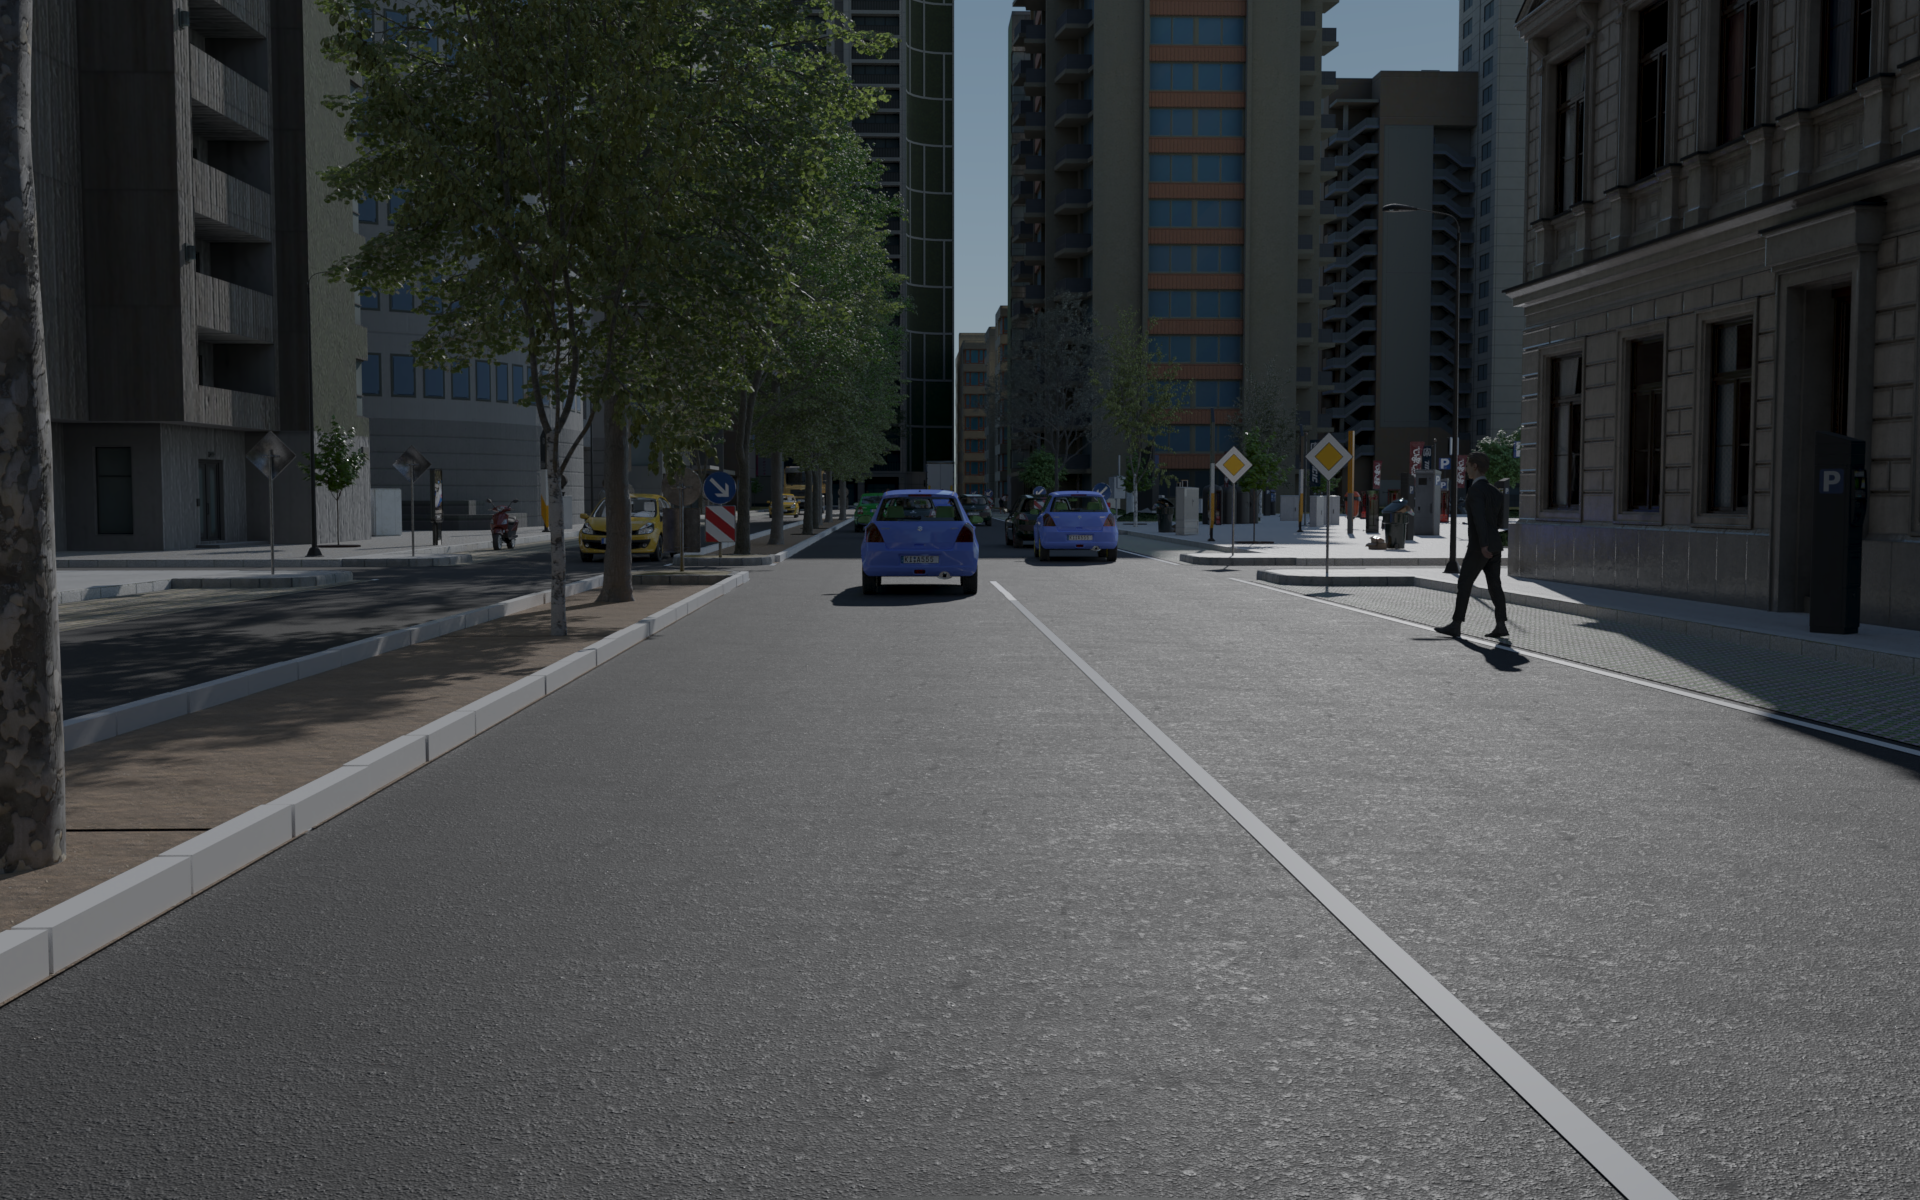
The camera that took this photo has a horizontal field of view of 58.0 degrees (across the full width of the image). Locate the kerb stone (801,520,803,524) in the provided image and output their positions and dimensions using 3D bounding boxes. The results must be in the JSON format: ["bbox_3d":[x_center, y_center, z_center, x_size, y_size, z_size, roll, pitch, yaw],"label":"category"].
[{"bbox_3d":[-7.459,-3.526,79.838,0.120,0.150,1.000,0,4,-2],"label":"kerb stone"}]

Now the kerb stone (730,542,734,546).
[{"bbox_3d":[-6.308,-1.517,47.080,0.120,0.150,1.000,0,4,-2],"label":"kerb stone"}]

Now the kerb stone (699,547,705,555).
[{"bbox_3d":[-6.065,-1.084,39.920,0.120,0.150,1.000,0,4,-2],"label":"kerb stone"}]

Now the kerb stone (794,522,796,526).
[{"bbox_3d":[-7.286,-3.212,74.709,0.120,0.150,1.000,0,4,-2],"label":"kerb stone"}]

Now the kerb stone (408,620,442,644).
[{"bbox_3d":[-5.258,0.328,16.849,0.120,0.150,1.000,0,4,-2],"label":"kerb stone"}]

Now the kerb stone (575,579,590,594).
[{"bbox_3d":[-5.547,-0.175,25.056,0.120,0.150,1.000,0,4,-2],"label":"kerb stone"}]

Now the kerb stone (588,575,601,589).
[{"bbox_3d":[-5.585,-0.237,26.077,0.120,0.150,1.000,0,4,-2],"label":"kerb stone"}]

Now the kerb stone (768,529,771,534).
[{"bbox_3d":[-6.781,-2.336,60.388,0.120,0.150,1.000,0,4,-2],"label":"kerb stone"}]

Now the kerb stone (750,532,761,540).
[{"bbox_3d":[-6.637,-2.077,56.276,0.120,0.150,1.000,0,4,-2],"label":"kerb stone"}]

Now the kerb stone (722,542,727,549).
[{"bbox_3d":[-6.241,-1.393,45.031,0.120,0.150,1.000,0,4,-2],"label":"kerb stone"}]

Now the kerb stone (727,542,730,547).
[{"bbox_3d":[-6.286,-1.455,46.052,0.120,0.150,1.000,0,4,-2],"label":"kerb stone"}]

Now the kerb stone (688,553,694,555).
[{"bbox_3d":[-5.996,-0.948,37.867,0.120,0.150,1.000,0,4,-2],"label":"kerb stone"}]

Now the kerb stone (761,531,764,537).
[{"bbox_3d":[-6.680,-2.147,57.302,0.120,0.150,1.000,0,4,-2],"label":"kerb stone"}]

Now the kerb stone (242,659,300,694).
[{"bbox_3d":[-5.114,0.578,12.754,0.120,0.150,1.000,0,4,-2],"label":"kerb stone"}]

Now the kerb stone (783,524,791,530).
[{"bbox_3d":[-7.175,-3.024,71.644,0.120,0.150,1.000,0,4,-2],"label":"kerb stone"}]

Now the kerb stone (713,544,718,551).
[{"bbox_3d":[-6.173,-1.272,42.987,0.120,0.150,1.000,0,4,-2],"label":"kerb stone"}]

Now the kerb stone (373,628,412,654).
[{"bbox_3d":[-5.229,0.390,15.827,0.120,0.150,1.000,0,4,-2],"label":"kerb stone"}]

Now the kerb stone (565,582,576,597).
[{"bbox_3d":[-5.510,-0.110,24.022,0.120,0.150,1.000,0,4,-2],"label":"kerb stone"}]

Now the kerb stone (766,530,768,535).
[{"bbox_3d":[-6.749,-2.273,59.358,0.120,0.150,1.000,0,4,-2],"label":"kerb stone"}]

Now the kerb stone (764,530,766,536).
[{"bbox_3d":[-6.713,-2.205,58.330,0.120,0.150,1.000,0,4,-2],"label":"kerb stone"}]

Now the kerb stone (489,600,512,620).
[{"bbox_3d":[-5.360,0.139,19.918,0.120,0.150,1.000,0,4,-2],"label":"kerb stone"}]

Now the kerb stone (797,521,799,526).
[{"bbox_3d":[-7.354,-3.338,76.770,0.120,0.150,1.000,0,4,-2],"label":"kerb stone"}]

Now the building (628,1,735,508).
[{"bbox_3d":[-30.841,-32.643,122.947,28.713,52.752,27.495,0,4,-2],"label":"building"}]

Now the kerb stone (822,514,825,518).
[{"bbox_3d":[-8.500,-5.345,109.582,0.120,0.150,1.000,0,4,-2],"label":"kerb stone"}]

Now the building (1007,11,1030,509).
[{"bbox_3d":[11.052,-28.593,151.094,14.154,41.232,14.086,0,4,-2],"label":"building"}]

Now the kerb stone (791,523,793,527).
[{"bbox_3d":[-7.212,-3.087,72.665,0.120,0.150,1.000,0,4,-2],"label":"kerb stone"}]

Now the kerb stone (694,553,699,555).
[{"bbox_3d":[-6.029,-1.017,38.898,0.120,0.150,1.000,0,4,-2],"label":"kerb stone"}]

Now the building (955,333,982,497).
[{"bbox_3d":[14.307,-22.256,208.921,28.899,21.520,27.650,0,4,-2],"label":"building"}]

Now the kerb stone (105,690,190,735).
[{"bbox_3d":[-5.046,0.702,10.711,0.120,0.150,1.000,0,4,-2],"label":"kerb stone"}]

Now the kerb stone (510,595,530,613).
[{"bbox_3d":[-5.403,0.076,20.953,0.120,0.150,1.000,0,4,-2],"label":"kerb stone"}]

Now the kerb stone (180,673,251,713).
[{"bbox_3d":[-5.072,0.640,11.733,0.120,0.150,1.000,0,4,-2],"label":"kerb stone"}]

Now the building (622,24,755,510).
[{"bbox_3d":[-24.731,-30.241,144.545,14.600,45.320,14.200,0,4,-2],"label":"building"}]

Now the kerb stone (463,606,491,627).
[{"bbox_3d":[-5.327,0.202,18.892,0.120,0.150,1.000,0,4,-2],"label":"kerb stone"}]

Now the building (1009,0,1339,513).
[{"bbox_3d":[15.287,-29.019,129.089,22.147,44.769,28.867,0,4,-2],"label":"building"}]

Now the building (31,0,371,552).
[{"bbox_3d":[-23.433,-16.471,40.995,14.160,30.474,14.107,0,4,-2],"label":"building"}]

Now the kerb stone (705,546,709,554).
[{"bbox_3d":[-6.102,-1.147,40.942,0.120,0.150,1.000,0,4,-2],"label":"kerb stone"}]

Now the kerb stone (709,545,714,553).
[{"bbox_3d":[-6.133,-1.206,41.966,0.120,0.150,1.000,0,4,-2],"label":"kerb stone"}]

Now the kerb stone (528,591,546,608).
[{"bbox_3d":[-5.443,0.014,21.974,0.120,0.150,1.000,0,4,-2],"label":"kerb stone"}]

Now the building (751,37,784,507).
[{"bbox_3d":[-29.170,-33.714,174.919,21.600,48.544,21.300,0,4,-2],"label":"building"}]

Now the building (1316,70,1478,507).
[{"bbox_3d":[44.255,-32.452,180.707,14.200,45.320,14.600,0,4,-2],"label":"building"}]

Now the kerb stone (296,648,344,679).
[{"bbox_3d":[-5.148,0.520,13.783,0.120,0.150,1.000,0,4,-2],"label":"kerb stone"}]

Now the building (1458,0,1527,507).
[{"bbox_3d":[61.734,-45.250,178.091,20.611,71.187,20.563,0,4,-2],"label":"building"}]

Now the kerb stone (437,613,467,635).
[{"bbox_3d":[-5.295,0.265,17.870,0.120,0.150,1.000,0,4,-2],"label":"kerb stone"}]

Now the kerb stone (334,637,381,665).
[{"bbox_3d":[-5.187,0.452,14.804,0.120,0.150,1.000,0,4,-2],"label":"kerb stone"}]

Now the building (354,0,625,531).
[{"bbox_3d":[-26.639,-32.334,70.664,21.231,58.520,28.212,0,4,-2],"label":"building"}]

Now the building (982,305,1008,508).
[{"bbox_3d":[16.989,-20.096,173.608,27.650,21.520,28.899,0,4,-2],"label":"building"}]

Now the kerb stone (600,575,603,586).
[{"bbox_3d":[-5.617,-0.300,27.101,0.120,0.150,1.000,0,4,-2],"label":"kerb stone"}]

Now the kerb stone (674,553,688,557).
[{"bbox_3d":[-5.964,-0.895,36.834,0.120,0.150,1.000,0,4,-2],"label":"kerb stone"}]

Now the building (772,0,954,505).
[{"bbox_3d":[-10.946,-46.764,202.845,20.611,71.187,20.563,0,4,-2],"label":"building"}]

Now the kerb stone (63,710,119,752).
[{"bbox_3d":[-5.006,0.765,9.683,0.120,0.150,1.000,0,4,-2],"label":"kerb stone"}]

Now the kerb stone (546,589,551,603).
[{"bbox_3d":[-5.462,-0.046,22.997,0.120,0.150,1.000,0,4,-2],"label":"kerb stone"}]
